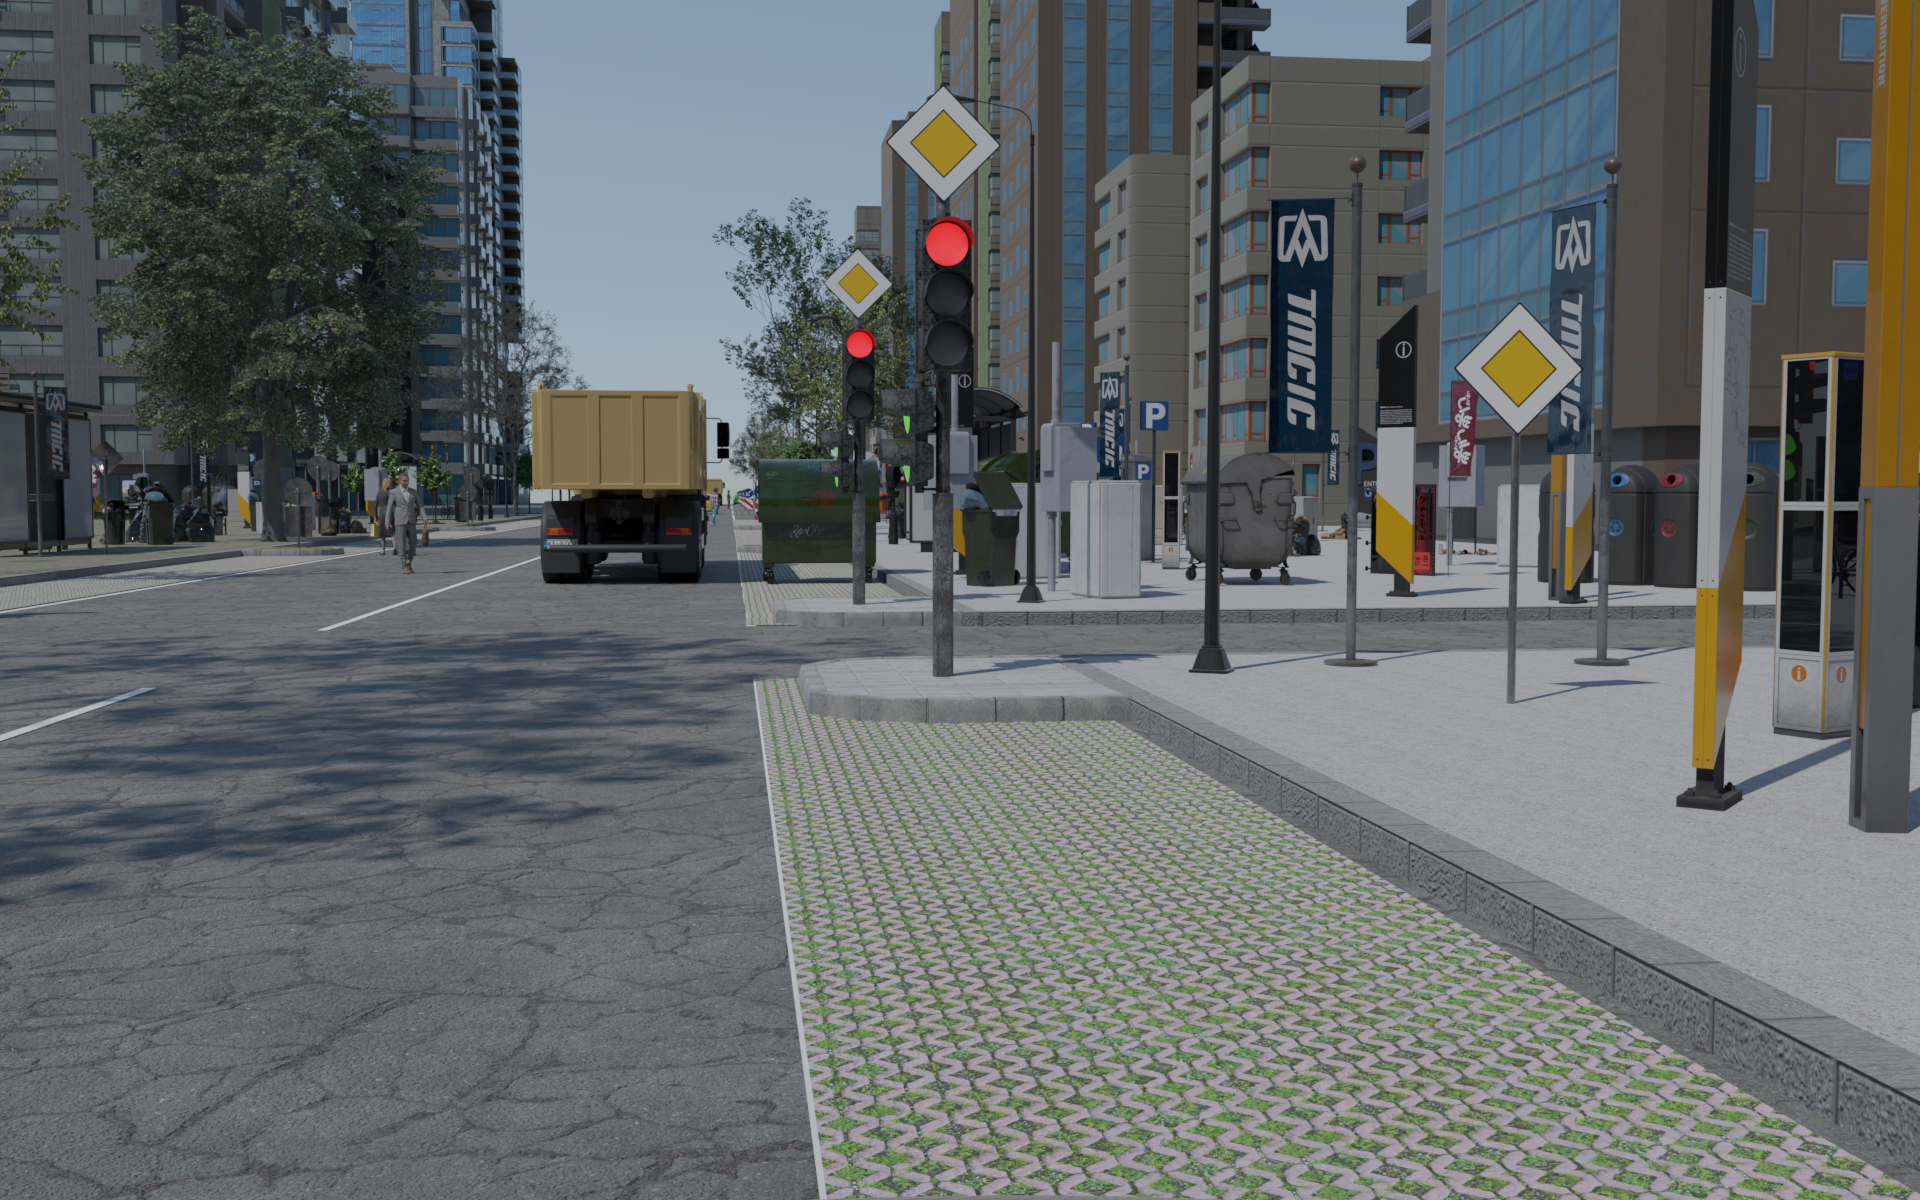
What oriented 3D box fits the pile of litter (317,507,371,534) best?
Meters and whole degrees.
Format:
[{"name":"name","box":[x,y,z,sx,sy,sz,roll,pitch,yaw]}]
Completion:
[{"name":"pile of litter","box":[-20.042,-2.583,56.202,1.719,0.858,1.176,-1,4,-13]}]

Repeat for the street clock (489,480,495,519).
[{"name":"street clock","box":[-24.221,-5.181,89.275,0.471,2.002,0.358,-2,4,-26]}]

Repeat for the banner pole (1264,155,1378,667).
[{"name":"banner pole","box":[2.711,-1.403,12.951,0.863,3.779,0.401,1,4,9]}]

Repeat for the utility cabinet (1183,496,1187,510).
[{"name":"utility cabinet","box":[7.845,-2.989,60.033,0.306,1.237,1.020,2,4,30]}]

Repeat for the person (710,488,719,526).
[{"name":"person","box":[-11.179,-4.248,78.792,0.643,1.720,0.563,-3,5,-39]}]

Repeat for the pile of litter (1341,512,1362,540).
[{"name":"pile of litter","box":[10.847,-2.167,49.395,1.176,0.858,1.719,1,4,10]}]

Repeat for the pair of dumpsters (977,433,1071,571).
[{"name":"pair of dumpsters","box":[1.042,-1.661,29.644,1.574,2.255,4.437,0,4,-8]}]

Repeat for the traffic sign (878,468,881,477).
[{"name":"traffic sign","box":[-3.700,-4.456,72.966,0.768,2.556,0.104,0,4,2]}]

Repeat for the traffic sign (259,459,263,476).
[{"name":"traffic sign","box":[-23.456,-3.594,58.871,0.768,2.556,0.104,0,4,1]}]

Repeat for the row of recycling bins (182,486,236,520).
[{"name":"row of recycling bins","box":[-36.863,-4.848,86.371,3.534,1.692,1.069,-2,4,-27]}]

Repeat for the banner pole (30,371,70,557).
[{"name":"banner pole","box":[-18.641,-2.780,35.464,0.401,3.779,0.863,3,5,41]}]

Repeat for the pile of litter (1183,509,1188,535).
[{"name":"pile of litter","box":[7.226,-2.467,54.294,1.176,0.858,1.719,-1,4,-20]}]

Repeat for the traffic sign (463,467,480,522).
[{"name":"traffic sign","box":[-22.577,-4.892,80.090,0.768,2.556,0.104,0,4,-4]}]

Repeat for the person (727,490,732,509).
[{"name":"person","box":[-21.878,-9.513,164.044,0.705,1.824,1.348,1,4,11]}]

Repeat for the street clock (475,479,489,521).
[{"name":"street clock","box":[-23.044,-4.807,83.166,0.358,2.002,0.471,2,4,30]}]

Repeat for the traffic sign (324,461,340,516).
[{"name":"traffic sign","box":[-24.331,-4.083,66.857,0.768,2.556,0.104,0,4,-7]}]

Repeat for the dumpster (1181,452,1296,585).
[{"name":"dumpster","box":[4.013,-1.173,24.941,1.264,1.857,1.865,0,4,-7]}]

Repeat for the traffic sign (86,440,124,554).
[{"name":"traffic sign","box":[-18.188,-2.182,36.866,0.795,2.450,0.064,0,4,0]}]

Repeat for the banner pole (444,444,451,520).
[{"name":"banner pole","box":[-25.767,-5.935,87.056,0.401,3.779,0.863,-1,4,-21]}]

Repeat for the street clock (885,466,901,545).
[{"name":"street clock","box":[-1.692,-2.411,43.991,0.358,2.002,0.471,2,4,25]}]

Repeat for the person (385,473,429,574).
[{"name":"person","box":[-9.942,-1.377,31.137,0.709,1.813,0.853,-3,4,-38]}]

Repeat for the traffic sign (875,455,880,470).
[{"name":"traffic sign","box":[-2.750,-3.135,51.364,0.768,2.556,0.104,0,4,-1]}]

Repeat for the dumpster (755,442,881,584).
[{"name":"dumpster","box":[-2.288,-1.401,27.853,1.985,2.255,1.502,0,4,-7]}]

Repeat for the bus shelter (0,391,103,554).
[{"name":"bus shelter","box":[-20.551,-3.576,36.098,2.179,5.291,8.768,0,4,-8]}]

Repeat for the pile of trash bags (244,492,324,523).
[{"name":"pile of trash bags","box":[-30.408,-4.189,78.246,1.912,1.369,3.447,3,5,42]}]

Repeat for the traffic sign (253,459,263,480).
[{"name":"traffic sign","box":[-25.368,-3.851,63.078,0.768,2.556,0.104,0,4,0]}]

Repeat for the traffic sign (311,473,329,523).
[{"name":"traffic sign","box":[-24.095,-3.975,65.099,0.768,2.556,0.104,0,4,2]}]

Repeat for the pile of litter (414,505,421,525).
[{"name":"pile of litter","box":[-22.968,-3.543,71.886,1.176,0.858,1.719,-1,4,-13]}]

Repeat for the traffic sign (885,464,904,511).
[{"name":"traffic sign","box":[-2.087,-3.472,56.880,0.768,2.556,0.104,0,4,1]}]

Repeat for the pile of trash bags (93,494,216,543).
[{"name":"pile of trash bags","box":[-21.605,-2.206,45.814,3.447,1.369,1.912,-2,4,-29]}]

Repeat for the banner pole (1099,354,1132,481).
[{"name":"banner pole","box":[2.819,-2.518,31.184,0.863,3.779,0.401,3,5,45]}]

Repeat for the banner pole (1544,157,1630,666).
[{"name":"banner pole","box":[4.753,-1.416,13.174,0.401,3.779,0.863,-2,4,-23]}]

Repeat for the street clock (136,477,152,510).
[{"name":"street clock","box":[-33.975,-4.123,71.978,0.358,2.002,0.471,1,4,17]}]

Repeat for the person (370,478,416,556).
[{"name":"person","box":[-13.238,-1.935,40.359,0.699,1.804,1.509,-2,4,-33]}]

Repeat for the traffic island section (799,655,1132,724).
[{"name":"traffic island section","box":[-0.097,0.616,12.205,2.009,0.180,2.903,0,4,-8]}]

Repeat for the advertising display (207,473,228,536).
[{"name":"advertising display","box":[-22.986,-2.961,53.629,0.123,1.923,0.974,0,4,7]}]

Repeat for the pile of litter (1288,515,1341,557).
[{"name":"pile of litter","box":[6.821,-1.348,36.006,1.719,0.858,1.176,-2,4,-32]}]

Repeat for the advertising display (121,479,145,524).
[{"name":"advertising display","box":[-35.643,-4.249,74.693,0.974,1.923,0.123,0,4,0]}]

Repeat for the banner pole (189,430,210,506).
[{"name":"banner pole","box":[-29.305,-4.689,66.690,0.863,3.779,0.401,-1,4,-20]}]

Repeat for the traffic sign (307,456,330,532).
[{"name":"traffic sign","box":[-21.281,-3.508,57.457,0.768,2.556,0.104,0,4,0]}]

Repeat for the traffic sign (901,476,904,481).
[{"name":"traffic sign","box":[-2.653,-4.442,72.629,0.884,2.594,0.081,0,3,0]}]

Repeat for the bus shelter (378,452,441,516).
[{"name":"bus shelter","box":[-27.300,-5.639,86.118,2.014,3.302,5.546,0,4,-7]}]

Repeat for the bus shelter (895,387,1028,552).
[{"name":"bus shelter","box":[-0.005,-2.549,35.593,2.014,3.302,5.546,0,4,-8]}]

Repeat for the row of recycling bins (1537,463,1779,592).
[{"name":"row of recycling bins","box":[9.711,-1.045,24.195,1.069,1.692,3.534,-3,5,-39]}]

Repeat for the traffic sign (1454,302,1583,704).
[{"name":"traffic sign","box":[3.372,-0.572,10.538,0.795,2.450,0.064,0,4,-4]}]

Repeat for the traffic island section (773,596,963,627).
[{"name":"traffic island section","box":[-1.151,0.132,20.121,2.009,0.180,2.903,0,4,-8]}]

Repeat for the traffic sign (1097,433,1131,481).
[{"name":"traffic sign","box":[3.041,-2.124,34.839,0.768,2.556,0.104,0,4,-5]}]

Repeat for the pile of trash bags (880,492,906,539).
[{"name":"pile of trash bags","box":[-0.279,-2.476,50.241,3.447,1.369,1.912,-2,4,-31]}]
